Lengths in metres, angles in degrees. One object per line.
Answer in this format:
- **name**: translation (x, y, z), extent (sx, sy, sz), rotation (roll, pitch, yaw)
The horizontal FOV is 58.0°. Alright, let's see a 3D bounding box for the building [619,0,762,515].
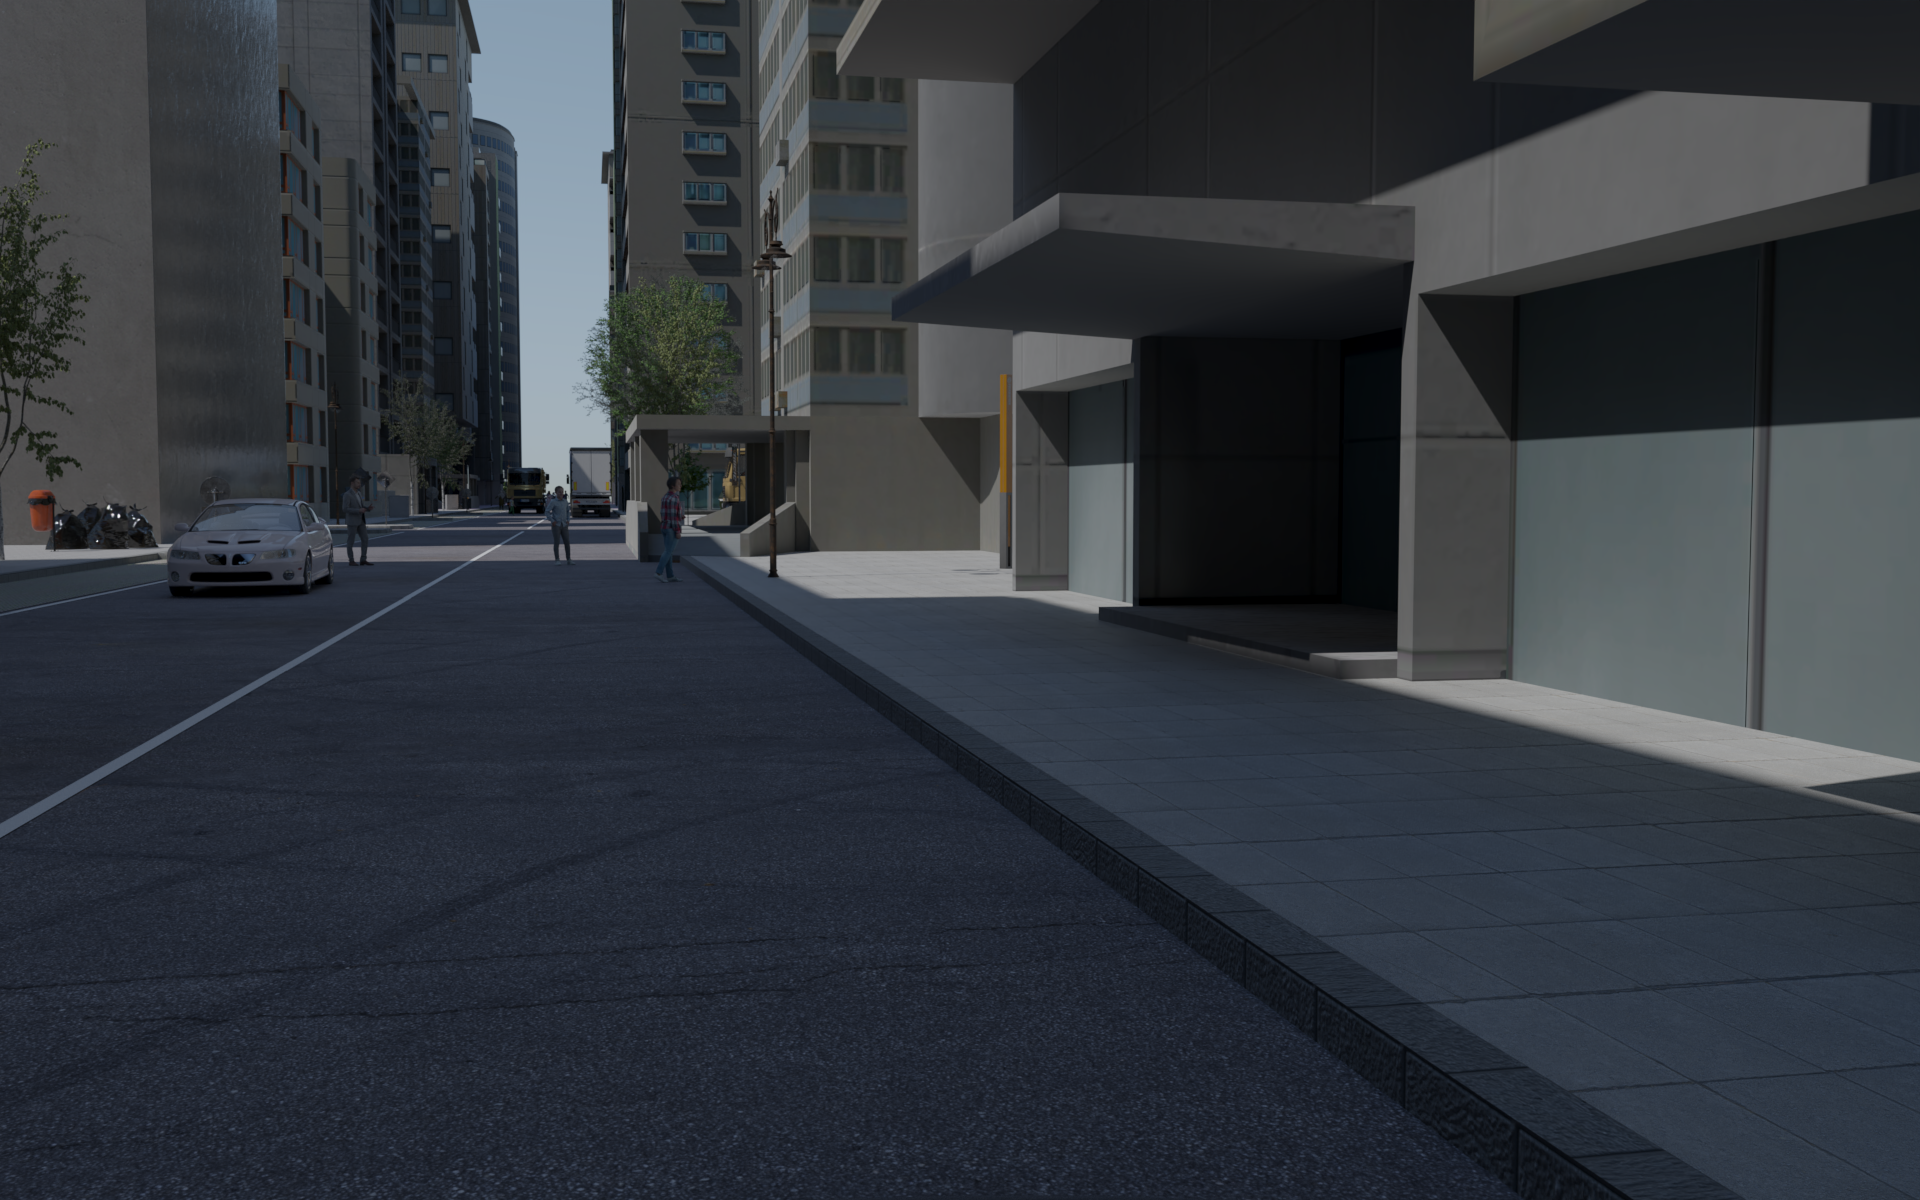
- **building**: translation (-11.736, -30.128, 116.292), extent (21.300, 48.544, 21.600), rotation (-1, 4, -12)

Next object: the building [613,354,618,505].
- **building**: translation (-25.007, -21.503, 196.605), extent (27.650, 21.520, 28.899), rotation (-1, 4, -12)

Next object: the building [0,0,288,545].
- **building**: translation (-38.968, -14.960, 49.105), extent (34.151, 26.468, 19.350), rotation (-1, 4, -12)

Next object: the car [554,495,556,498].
- **car**: translation (-44.752, -10.781, 188.844), extent (1.945, 1.354, 3.894), rotation (-1, 4, -11)

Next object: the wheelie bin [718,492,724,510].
- **wheelie bin**: translation (-10.218, -4.189, 76.392), extent (0.693, 1.594, 0.980), rotation (-3, 5, -44)

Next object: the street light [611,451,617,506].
- **street light**: translation (-36.167, -12.807, 182.189), extent (0.468, 5.910, 1.993), rotation (-1, 4, -12)

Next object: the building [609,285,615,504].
- **building**: translation (-41.450, -28.663, 240.336), extent (14.160, 30.474, 14.107), rotation (-1, 4, -12)

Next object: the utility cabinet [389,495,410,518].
- **utility cabinet**: translation (-30.453, -5.068, 94.016), extent (1.020, 1.237, 0.306), rotation (-1, 4, -19)

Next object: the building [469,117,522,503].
- **building**: translation (-79.171, -44.333, 266.839), extent (21.231, 58.520, 28.212), rotation (-1, 4, -12)

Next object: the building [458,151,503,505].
- **building**: translation (-60.804, -31.620, 200.584), extent (14.154, 41.232, 14.086), rotation (-1, 4, -12)

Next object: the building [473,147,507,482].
- **building**: translation (-74.705, -37.796, 237.570), extent (23.786, 49.044, 30.456), rotation (-1, 4, -12)

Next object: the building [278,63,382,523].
- **building**: translation (-43.459, -14.442, 81.166), extent (27.650, 21.520, 28.899), rotation (-1, 4, -12)

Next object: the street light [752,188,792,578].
- **street light**: translation (-2.876, -3.286, 26.514), extent (0.468, 5.910, 1.993), rotation (-1, 4, -12)

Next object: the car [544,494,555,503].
- **car**: translation (-39.056, -9.422, 163.829), extent (2.009, 1.686, 4.222), rotation (-1, 4, -12)

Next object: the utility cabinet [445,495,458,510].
- **utility cabinet**: translation (-41.178, -7.899, 140.312), extent (0.306, 1.237, 1.020), rotation (3, 5, 43)

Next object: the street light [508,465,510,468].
- **street light**: translation (-59.222, -15.584, 227.586), extent (0.468, 5.910, 1.993), rotation (-1, 4, -12)

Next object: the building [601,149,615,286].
- **building**: translation (-39.163, -41.121, 261.568), extent (28.713, 52.752, 27.495), rotation (-1, 4, -12)

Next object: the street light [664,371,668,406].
- **street light**: translation (-11.042, -5.655, 65.245), extent (0.468, 5.910, 1.993), rotation (-1, 4, -12)

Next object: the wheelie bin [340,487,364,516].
- **wheelie bin**: translation (-26.954, -4.212, 76.782), extent (0.980, 1.594, 0.693), rotation (-2, 4, -28)

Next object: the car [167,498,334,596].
- **car**: translation (-10.579, -0.837, 26.049), extent (2.083, 1.381, 4.827), rotation (-1, 4, -14)

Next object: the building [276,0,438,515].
- **building**: translation (-45.611, -41.246, 112.624), extent (20.563, 71.187, 20.611), rotation (-1, 4, -12)

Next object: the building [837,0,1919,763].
- **building**: translation (14.086, -25.842, 11.763), extent (28.713, 52.752, 27.495), rotation (-1, 4, -12)

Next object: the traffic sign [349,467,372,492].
- **traffic sign**: translation (-21.922, -3.653, 63.370), extent (0.795, 2.450, 0.064), rotation (-1, 4, -12)

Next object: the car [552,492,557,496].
- **car**: translation (-69.031, -17.612, 296.622), extent (2.281, 1.827, 5.304), rotation (-1, 4, -13)

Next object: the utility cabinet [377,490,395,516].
- **utility cabinet**: translation (-33.491, -5.647, 101.009), extent (0.318, 1.500, 1.173), rotation (2, 4, 34)

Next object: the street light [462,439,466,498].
- **street light**: translation (-41.752, -10.580, 145.767), extent (0.468, 5.910, 1.993), rotation (-1, 4, -12)

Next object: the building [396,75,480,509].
- **building**: translation (-59.658, -28.149, 152.124), extent (32.217, 40.220, 23.993), rotation (-1, 4, -12)

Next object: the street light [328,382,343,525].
- **street light**: translation (-25.686, -6.028, 71.344), extent (0.468, 5.910, 1.993), rotation (-1, 4, -12)

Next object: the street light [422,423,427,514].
- **street light**: translation (-34.205, -8.433, 110.671), extent (0.468, 5.910, 1.993), rotation (-1, 4, -12)

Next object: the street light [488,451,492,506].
- **street light**: translation (-50.069, -12.969, 184.825), extent (0.468, 5.910, 1.993), rotation (-1, 4, -12)

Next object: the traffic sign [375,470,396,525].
- **traffic sign**: translation (-23.595, -4.131, 71.178), extent (0.795, 2.450, 0.064), rotation (-1, 4, -12)

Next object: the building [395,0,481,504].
- **building**: translation (-64.364, -36.004, 177.901), extent (28.713, 52.752, 27.495), rotation (-1, 4, -12)

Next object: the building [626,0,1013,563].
- **building**: translation (7.593, -21.610, 45.202), extent (32.217, 40.220, 23.993), rotation (-1, 4, -12)

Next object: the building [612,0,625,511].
- **building**: translation (-20.957, -27.971, 140.925), extent (14.154, 41.232, 14.086), rotation (-1, 4, -12)
